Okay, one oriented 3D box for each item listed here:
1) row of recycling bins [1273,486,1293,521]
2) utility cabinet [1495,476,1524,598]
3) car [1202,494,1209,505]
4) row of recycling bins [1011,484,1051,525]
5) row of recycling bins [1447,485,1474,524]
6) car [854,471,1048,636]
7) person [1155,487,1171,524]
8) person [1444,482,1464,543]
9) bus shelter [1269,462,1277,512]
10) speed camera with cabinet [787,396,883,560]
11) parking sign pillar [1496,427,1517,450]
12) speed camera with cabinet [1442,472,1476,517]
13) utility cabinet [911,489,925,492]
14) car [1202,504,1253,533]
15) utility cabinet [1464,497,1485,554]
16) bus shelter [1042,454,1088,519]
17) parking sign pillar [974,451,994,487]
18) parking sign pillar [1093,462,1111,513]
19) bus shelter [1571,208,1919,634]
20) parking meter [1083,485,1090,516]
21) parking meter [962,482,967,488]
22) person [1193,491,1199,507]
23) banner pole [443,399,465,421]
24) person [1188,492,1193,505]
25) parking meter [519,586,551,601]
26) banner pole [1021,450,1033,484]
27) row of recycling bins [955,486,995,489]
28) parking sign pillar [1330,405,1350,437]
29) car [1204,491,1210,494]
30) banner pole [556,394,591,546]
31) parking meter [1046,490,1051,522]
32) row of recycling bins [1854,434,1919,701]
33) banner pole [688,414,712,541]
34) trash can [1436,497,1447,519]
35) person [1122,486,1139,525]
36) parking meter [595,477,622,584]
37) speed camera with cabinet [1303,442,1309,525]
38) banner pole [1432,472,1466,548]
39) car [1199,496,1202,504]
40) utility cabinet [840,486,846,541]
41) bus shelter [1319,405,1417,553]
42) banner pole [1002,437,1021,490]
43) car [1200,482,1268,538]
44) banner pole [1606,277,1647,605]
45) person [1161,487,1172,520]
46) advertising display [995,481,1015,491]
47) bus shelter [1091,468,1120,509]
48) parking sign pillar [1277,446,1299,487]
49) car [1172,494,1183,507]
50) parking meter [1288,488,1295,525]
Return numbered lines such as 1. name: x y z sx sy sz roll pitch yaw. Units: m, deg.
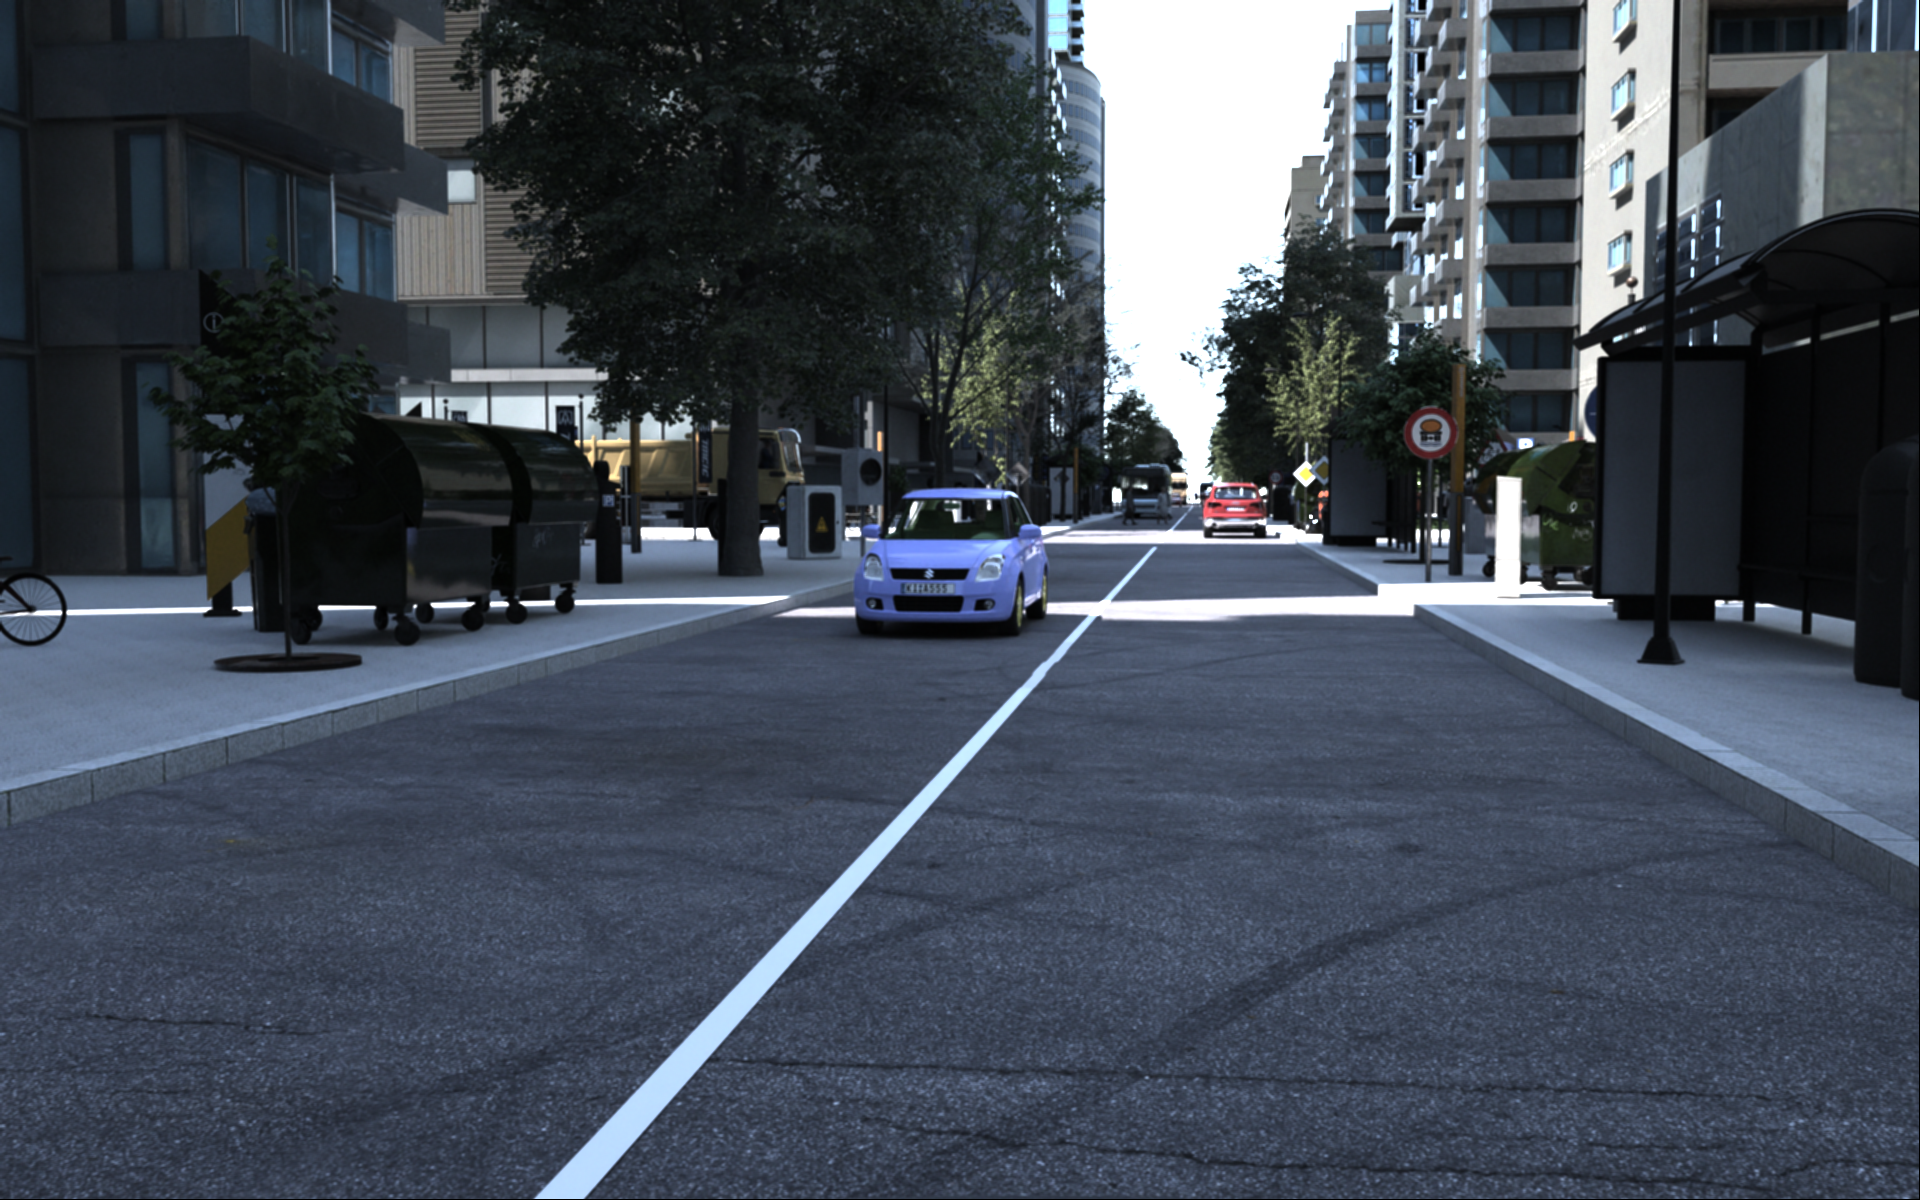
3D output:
1. row of recycling bins: 16.427 -4.774 85.174 1.069 1.692 3.534 3 5 39
2. utility cabinet: 6.869 -0.793 21.644 0.318 1.500 1.173 1 4 18
3. car: 27.142 -10.907 187.363 2.155 1.783 4.494 0 4 7
4. row of recycling bins: 2.878 -3.911 71.057 1.069 1.692 3.534 1 4 15
5. row of recycling bins: 22.087 -4.159 75.107 1.069 1.692 3.534 0 4 -7
6. car: -0.034 -0.560 18.754 1.945 1.707 3.694 1 4 9
7. person: 9.699 -4.520 82.750 0.694 1.780 0.624 -1 4 -20
8. person: 13.290 -2.303 46.488 0.599 1.781 0.374 1 4 17
9. bus shelter: 19.029 -6.531 100.707 2.014 3.302 5.546 0 4 8
10. speed camera with cabinet: -2.476 -2.456 34.493 2.038 3.252 0.660 -3 5 -42
11. parking sign pillar: 20.133 -4.627 64.128 1.447 3.967 1.447 -3 5 -41
12. speed camera with cabinet: 27.397 -6.168 95.185 2.038 3.252 0.660 2 4 25
13. utility cabinet: -1.683 -4.380 80.296 1.173 1.500 0.318 0 4 7
14. car: 10.206 -3.292 65.822 2.014 1.417 4.499 0 4 6
15. utility cabinet: 11.349 -1.587 37.108 1.020 1.237 0.306 0 4 0
16. bus shelter: 5.478 -5.869 89.883 2.014 3.302 5.546 0 4 8
17. parking sign pillar: 1.485 -7.247 106.962 1.447 3.967 1.447 3 5 43
18. parking sign pillar: 9.851 -8.025 119.684 1.447 3.967 1.447 2 4 26
19. bus shelter: 6.898 -1.292 15.042 2.014 3.302 5.546 1 4 8
20. parking meter: 7.332 -5.797 100.489 0.399 1.863 0.255 2 4 29
21. parking meter: 0.218 -4.926 86.255 0.255 1.863 0.399 0 4 1
22. person: 26.844 -11.541 197.069 0.709 1.838 0.599 0 4 6
23. banner pole: -13.345 -3.409 45.762 0.401 3.779 0.863 3 5 44
24. person: 30.135 -13.361 227.745 1.217 1.735 0.721 -1 4 -20
25. parking meter: -5.145 -0.764 20.910 0.372 1.533 0.369 0 3 0
26. banner pole: 3.809 -6.586 97.699 0.863 3.779 0.401 -2 4 -30
27. row of recycling bins: 1.309 -4.957 88.163 3.534 1.692 1.069 0 4 4
28. parking sign pillar: 11.806 -3.892 52.102 1.447 3.967 1.447 0 4 6
29. car: 28.571 -11.530 197.181 2.281 1.827 5.304 1 4 8
30. banner pole: -9.660 -3.253 43.197 0.863 3.779 0.401 0 4 -3
31. parking meter: 3.930 -4.294 78.625 0.372 1.533 0.369 0 3 0
32. row of recycling bins: 6.319 -0.195 10.305 1.069 1.692 3.534 0 4 8
33. banner pole: -7.101 -3.514 47.479 0.863 3.779 0.401 2 4 32
34. trash can: 25.292 -4.834 90.693 0.748 1.137 0.748 0 3 0
35. person: 7.920 -4.396 80.479 0.767 1.812 0.694 1 4 9
36. parking meter: -5.045 -1.006 24.862 0.372 1.533 0.369 0 3 0
37. speed camera with cabinet: 13.732 -4.365 65.697 0.660 3.252 2.038 -2 4 -27
38. banner pole: 11.777 -3.154 41.586 0.863 3.779 0.401 0 4 -6
39. car: 34.337 -14.202 241.238 2.155 1.783 4.494 0 4 6
40. utility cabinet: -3.710 -2.349 47.085 1.173 1.500 0.318 -1 4 -9
41. bus shelter: 9.463 -2.814 39.939 2.014 3.302 5.546 1 4 8
42. banner pole: 2.107 -5.225 75.438 0.401 3.779 0.863 3 4 38
43. car: 9.132 -2.999 57.709 2.281 1.827 5.304 0 4 8
44. banner pole: 7.710 -1.823 19.818 0.401 3.779 0.863 0 4 6
45. person: 11.463 -5.370 96.401 0.767 1.812 0.694 0 4 5
46. advertising display: 2.236 -4.964 86.375 0.974 1.923 0.123 0 4 -7
47. bus shelter: 10.256 -7.933 123.626 2.014 3.302 5.546 0 4 8
48. parking sign pillar: 18.090 -6.533 95.293 1.447 3.967 1.447 1 4 9
49. car: 23.561 -11.130 191.020 2.155 1.783 4.494 0 4 7
50. parking meter: 13.925 -3.915 72.420 0.372 1.533 0.369 0 3 0
